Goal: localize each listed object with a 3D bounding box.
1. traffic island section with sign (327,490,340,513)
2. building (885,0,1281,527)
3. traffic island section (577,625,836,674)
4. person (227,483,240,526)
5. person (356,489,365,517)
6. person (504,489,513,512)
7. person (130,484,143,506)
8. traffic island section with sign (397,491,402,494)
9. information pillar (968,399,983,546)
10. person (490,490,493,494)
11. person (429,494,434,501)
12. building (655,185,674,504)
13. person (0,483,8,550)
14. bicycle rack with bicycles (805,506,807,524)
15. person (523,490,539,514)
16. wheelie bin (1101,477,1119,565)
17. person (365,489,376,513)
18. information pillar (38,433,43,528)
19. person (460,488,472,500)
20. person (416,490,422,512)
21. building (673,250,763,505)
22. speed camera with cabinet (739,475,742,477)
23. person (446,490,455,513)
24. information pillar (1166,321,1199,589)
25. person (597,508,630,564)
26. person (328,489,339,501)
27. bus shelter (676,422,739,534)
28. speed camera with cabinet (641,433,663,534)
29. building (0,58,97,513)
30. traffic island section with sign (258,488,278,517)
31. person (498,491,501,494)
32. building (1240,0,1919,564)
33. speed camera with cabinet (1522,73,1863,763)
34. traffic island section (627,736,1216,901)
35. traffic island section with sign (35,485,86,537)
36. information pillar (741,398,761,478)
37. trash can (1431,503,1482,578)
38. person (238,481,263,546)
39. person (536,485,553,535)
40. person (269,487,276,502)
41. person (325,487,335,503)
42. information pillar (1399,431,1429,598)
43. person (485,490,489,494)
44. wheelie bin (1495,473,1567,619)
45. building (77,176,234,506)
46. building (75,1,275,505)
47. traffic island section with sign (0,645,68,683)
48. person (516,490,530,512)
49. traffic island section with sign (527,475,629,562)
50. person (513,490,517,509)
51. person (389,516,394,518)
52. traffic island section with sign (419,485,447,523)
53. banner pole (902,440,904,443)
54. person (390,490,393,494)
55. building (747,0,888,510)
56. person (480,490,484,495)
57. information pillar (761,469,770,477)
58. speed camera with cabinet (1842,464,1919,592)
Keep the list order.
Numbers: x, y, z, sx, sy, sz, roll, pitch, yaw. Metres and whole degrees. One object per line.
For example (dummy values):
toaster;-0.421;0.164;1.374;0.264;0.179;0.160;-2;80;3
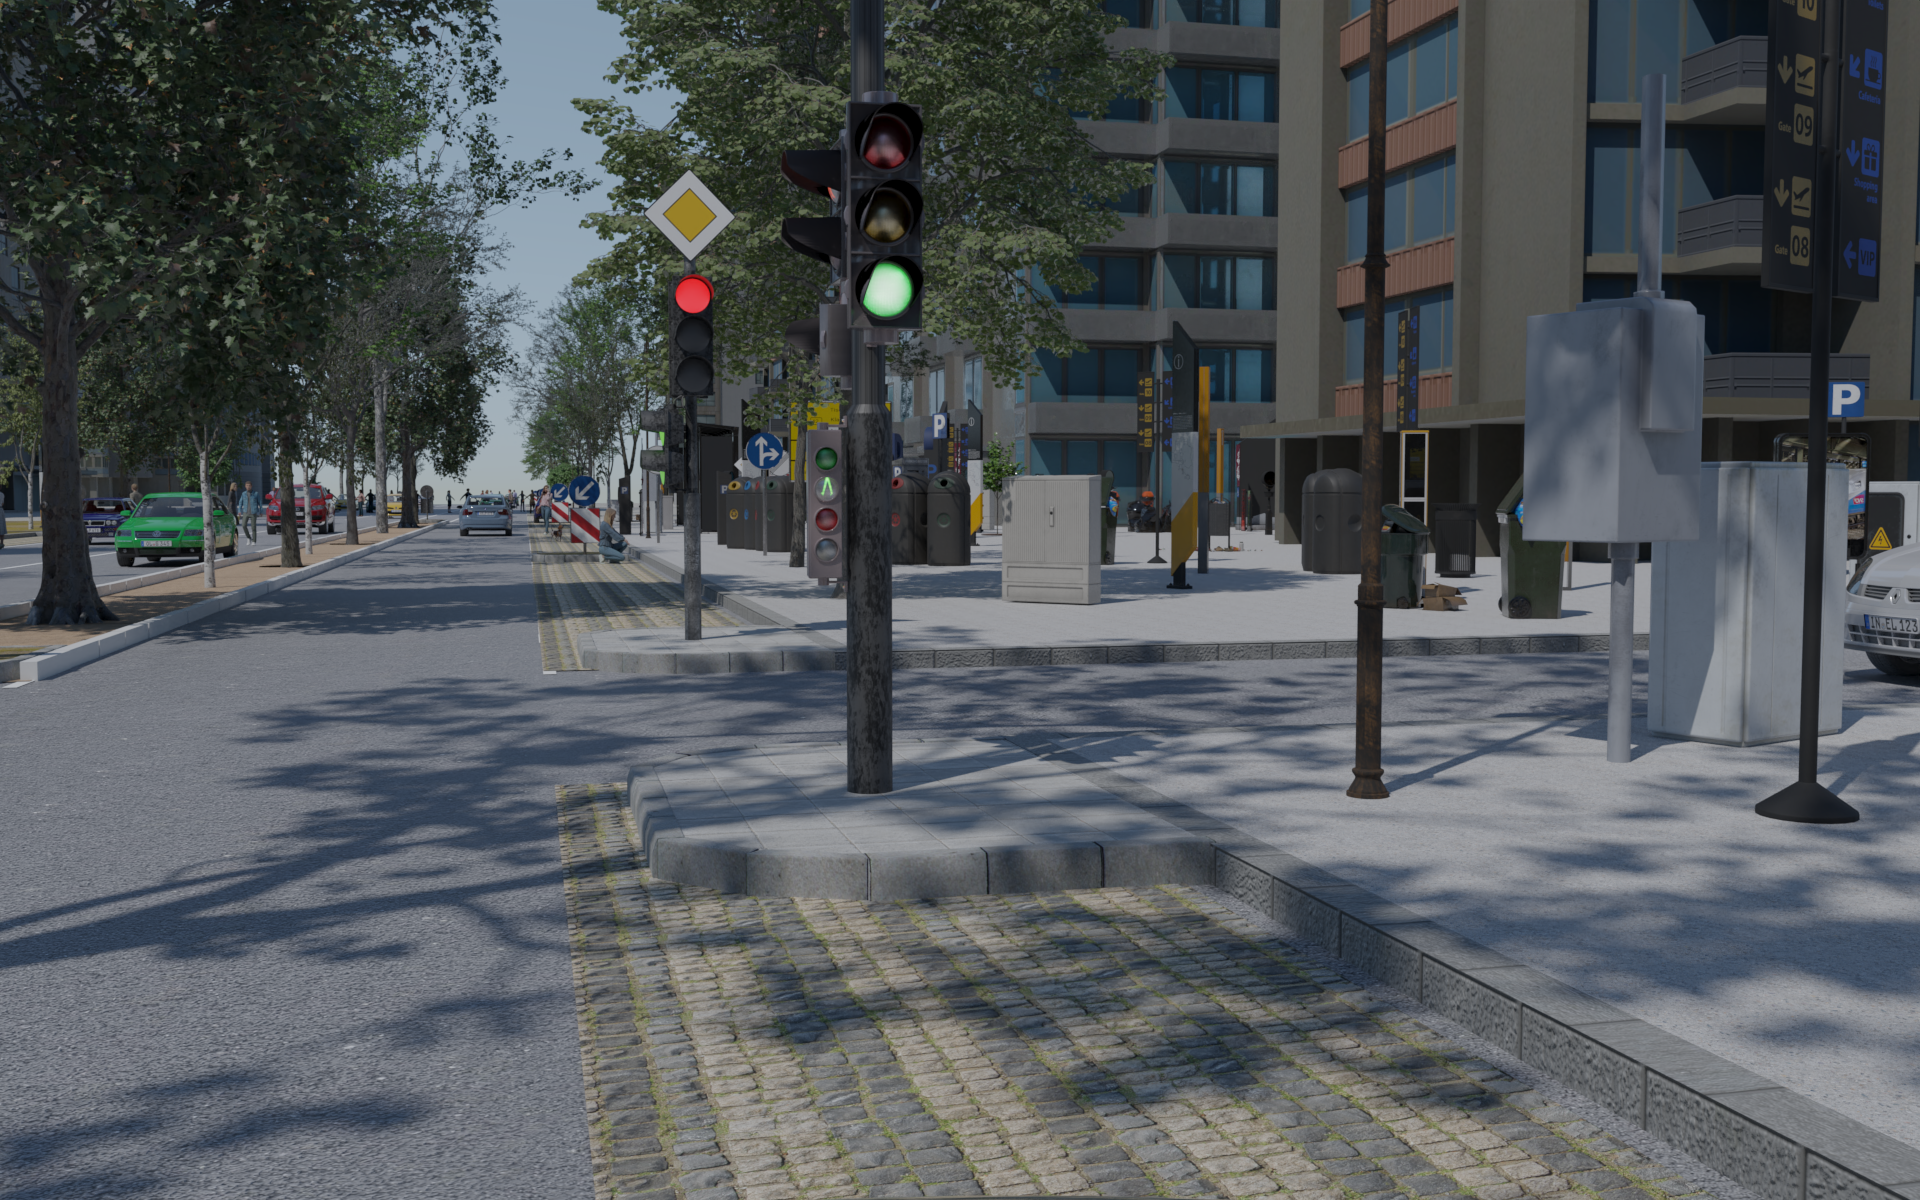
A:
traffic island section with sign;-49.064;-7.661;133.881;1.989;1.847;2.006;-1;4;-14
building;8.599;-28.100;79.041;23.786;49.044;30.456;-1;4;-14
traffic island section;-2.327;0.429;15.264;2.009;0.180;2.903;-1;4;-14
person;-23.964;-2.925;56.537;0.699;1.804;1.509;1;4;14
person;-38.311;-6.195;110.497;1.217;1.736;0.721;3;4;37
person;-29.969;-6.468;114.785;0.750;1.759;0.617;0;4;-7
person;-26.224;-2.812;55.032;0.362;1.759;0.519;1;4;23
traffic island section with sign;-69.317;-12.591;214.487;1.989;1.847;2.006;-1;4;-14
information pillar;0.366;-3.135;42.610;0.183;3.616;0.504;-3;5;-41
person;-51.363;-11.072;189.401;0.599;1.838;0.709;0;4;3
person;-43.311;-8.151;141.770;0.705;1.824;1.348;0;4;8
building;-29.844;-35.498;235.013;22.147;44.769;28.867;-1;4;-14
person;-24.964;-2.186;44.805;0.524;1.755;0.480;0;4;2
bicycle rack with bicycles;-6.080;-3.696;73.809;2.852;0.926;2.925;-3;4;-39
person;-28.394;-6.464;114.908;1.217;1.735;0.721;-2;4;-24
wheelie bin;2.462;-1.444;31.513;0.980;1.594;0.693;2;4;26
person;-44.320;-7.450;130.328;1.348;1.821;0.705;1;4;16
information pillar;-34.996;-4.567;66.029;0.183;3.616;0.504;-3;5;-39
person;-36.328;-7.331;127.989;1.348;1.869;0.705;-2;4;-33
person;-43.404;-7.900;138.190;1.217;1.766;0.721;1;4;21
building;-28.378;-26.981;212.834;14.160;30.474;14.107;-1;4;-14
speed camera with cabinet;-10.839;-5.452;83.481;0.660;3.252;2.038;-2;4;-31
person;-38.748;-7.485;131.666;0.721;1.735;1.217;1;4;13
information pillar;3.016;-1.954;23.302;0.183;3.616;0.504;-2;4;-30
person;-7.031;-1.312;35.447;0.738;1.151;1.012;0;4;0
person;-45.284;-7.078;124.314;1.350;1.814;0.705;-1;4;-12
bus shelter;-8.655;-4.142;59.000;1.731;3.624;6.357;-1;4;-14
speed camera with cabinet;-10.095;-3.822;56.827;0.660;3.252;2.038;0;4;-7
building;-78.183;-32.448;119.760;28.713;52.752;27.495;-1;4;-14
traffic island section with sign;-42.481;-6.060;107.705;1.989;1.847;2.006;-1;4;-14
person;-58.377;-12.903;219.469;0.705;1.822;1.348;3;5;43
building;21.985;-23.738;42.736;28.867;44.769;22.147;-1;4;-14
speed camera with cabinet;3.739;-0.886;8.826;2.038;3.252;0.660;-2;4;-35
traffic island section;-0.380;0.903;7.519;2.009;0.180;2.903;-1;4;-14
traffic island section with sign;-30.294;-3.093;59.205;1.989;1.847;2.006;-1;4;-14
information pillar;-5.140;-3.132;42.560;0.504;3.616;0.183;-2;4;-27
trash can;7.618;-0.915;26.614;0.748;1.137;0.748;0;3;0
person;-19.612;-2.388;47.889;0.601;1.785;0.444;0;4;-4
person;-14.511;-3.158;60.725;0.593;1.750;0.643;1;4;23
person;-39.334;-5.566;99.367;0.709;1.838;0.599;-2;4;-25
person;-36.884;-5.642;100.715;1.348;1.831;0.705;2;4;30
information pillar;5.285;-0.961;20.200;0.304;2.012;0.304;1;4;11
person;-32.899;-6.822;120.767;1.217;1.743;0.721;-3;5;-40
wheelie bin;5.965;-0.618;18.014;0.693;1.594;0.980;0;4;8
building;-95.003;-29.989;182.209;32.217;40.220;23.993;-1;4;-14
building;-96.125;-40.748;208.231;21.231;58.520;28.212;-1;4;-14
traffic island section with sign;-8.270;-0.324;13.428;2.006;1.907;1.989;-1;4;-14
person;-35.289;-7.986;139.796;1.217;1.735;0.721;-3;4;-38
traffic island section with sign;-8.169;-1.741;37.092;1.989;1.847;2.006;-1;4;-14
person;-43.470;-9.809;168.742;0.599;1.838;0.709;2;4;25
person;-34.181;-5.640;103.979;1.065;1.426;0.557;3;4;39
traffic island section with sign;-26.599;-4.781;86.305;2.006;1.907;1.989;-1;4;-14
banner pole;-2.709;-4.945;70.870;0.863;3.779;0.401;0;4;-6
person;-41.197;-7.112;125.497;1.217;1.735;0.721;0;4;-5
building;-5.487;-29.673;139.784;22.147;44.769;28.867;-1;4;-14
person;-47.505;-10.038;172.556;0.705;1.831;1.348;2;4;29
information pillar;-5.457;-2.663;48.037;0.304;2.012;0.304;-2;4;-28
speed camera with cabinet;12.853;-1.741;22.799;0.660;3.252;2.038;-2;4;-30
